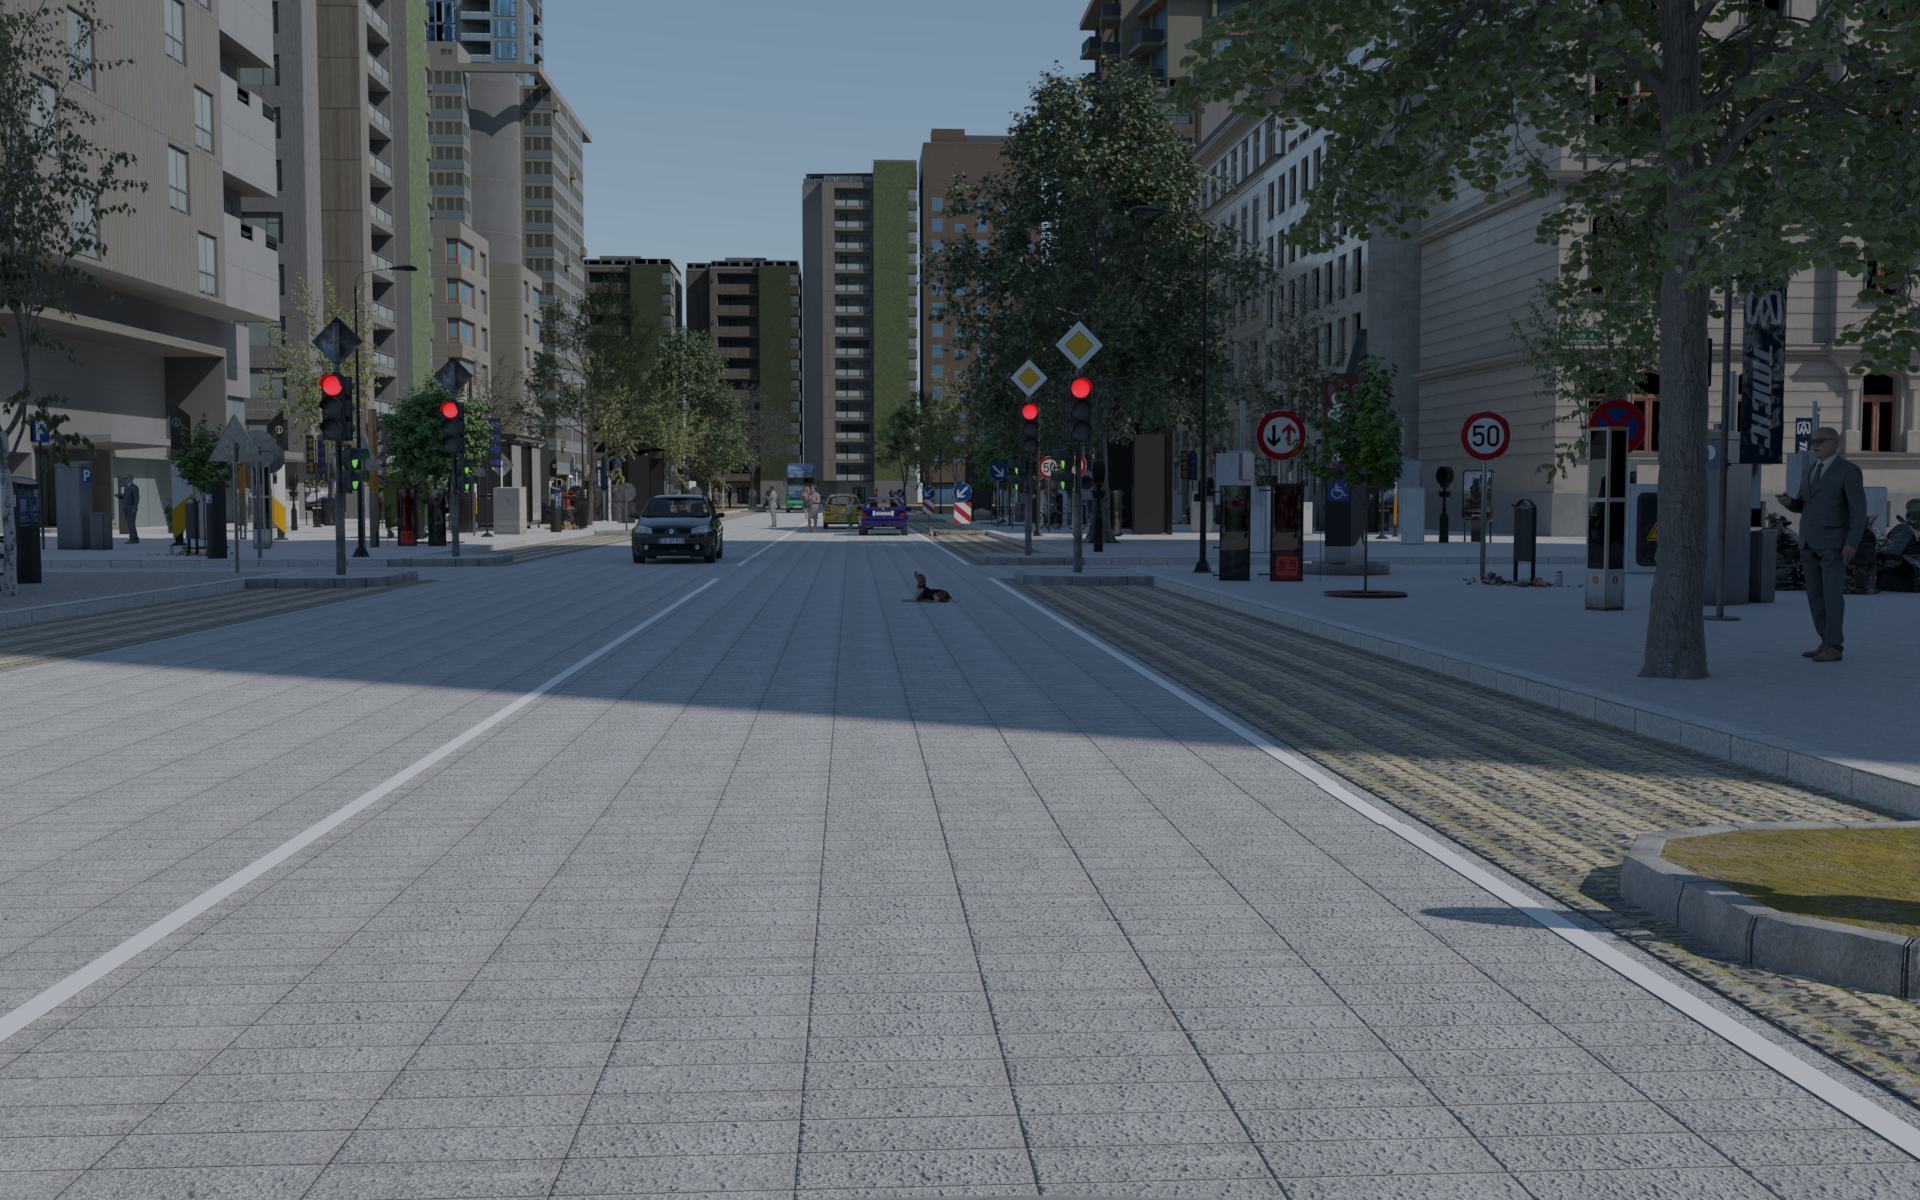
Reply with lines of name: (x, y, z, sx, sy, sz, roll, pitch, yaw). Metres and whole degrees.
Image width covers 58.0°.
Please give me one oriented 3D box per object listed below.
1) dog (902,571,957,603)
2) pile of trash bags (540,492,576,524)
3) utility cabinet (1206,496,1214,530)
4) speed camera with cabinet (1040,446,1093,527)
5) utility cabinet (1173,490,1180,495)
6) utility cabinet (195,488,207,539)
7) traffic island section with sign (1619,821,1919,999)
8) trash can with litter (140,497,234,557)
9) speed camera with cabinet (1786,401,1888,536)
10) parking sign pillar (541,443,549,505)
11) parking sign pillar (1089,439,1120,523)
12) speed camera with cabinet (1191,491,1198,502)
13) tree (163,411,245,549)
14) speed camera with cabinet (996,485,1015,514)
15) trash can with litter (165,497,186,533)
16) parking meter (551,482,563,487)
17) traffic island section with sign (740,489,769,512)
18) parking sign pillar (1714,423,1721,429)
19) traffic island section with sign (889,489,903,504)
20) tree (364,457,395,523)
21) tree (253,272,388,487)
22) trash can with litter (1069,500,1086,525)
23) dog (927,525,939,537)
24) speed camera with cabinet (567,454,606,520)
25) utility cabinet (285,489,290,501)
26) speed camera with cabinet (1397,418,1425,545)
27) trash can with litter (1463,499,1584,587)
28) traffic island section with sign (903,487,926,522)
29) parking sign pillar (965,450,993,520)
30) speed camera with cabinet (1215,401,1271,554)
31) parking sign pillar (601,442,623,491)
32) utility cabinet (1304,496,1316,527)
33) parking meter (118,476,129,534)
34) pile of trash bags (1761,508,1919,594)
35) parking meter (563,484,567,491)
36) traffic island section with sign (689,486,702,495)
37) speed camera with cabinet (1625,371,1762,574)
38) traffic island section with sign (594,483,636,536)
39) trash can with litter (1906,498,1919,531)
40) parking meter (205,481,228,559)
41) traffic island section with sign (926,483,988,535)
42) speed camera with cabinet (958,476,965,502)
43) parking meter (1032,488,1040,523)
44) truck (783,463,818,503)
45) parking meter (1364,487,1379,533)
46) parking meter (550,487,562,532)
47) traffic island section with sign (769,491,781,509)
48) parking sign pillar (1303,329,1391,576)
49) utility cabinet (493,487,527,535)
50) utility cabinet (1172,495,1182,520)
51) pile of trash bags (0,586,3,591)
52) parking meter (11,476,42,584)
dog: (-0.401, -0.166, 22.909, 0.550, 0.427, 0.748, -2, 4, -28)
pile of trash bags: (-17.932, -3.934, 74.065, 1.912, 1.369, 3.447, 3, 5, 44)
utility cabinet: (8.844, -3.086, 61.612, 0.306, 1.237, 1.020, 1, 4, 12)
speed camera with cabinet: (4.189, -4.475, 67.502, 2.038, 3.252, 0.660, -1, 4, -9)
utility cabinet: (11.725, -5.382, 96.679, 1.173, 1.500, 0.318, 3, 5, 44)
utility cabinet: (-21.332, -2.471, 49.072, 0.318, 1.500, 1.173, -1, 4, -11)
traffic island section with sign: (3.351, 0.178, 5.711, 1.989, 1.847, 2.006, 0, 4, -4)
trash can with litter: (-15.956, -1.528, 36.045, 1.678, 1.210, 2.233, -3, 5, -41)
speed camera with cabinet: (18.834, -2.622, 37.204, 2.038, 3.252, 0.660, -1, 4, -9)
parking sign pillar: (-22.208, -6.249, 90.649, 1.447, 3.967, 1.447, -2, 4, -34)
parking sign pillar: (6.517, -5.471, 77.920, 1.447, 3.967, 1.447, 0, 4, 4)
speed camera with cabinet: (12.972, -5.800, 89.172, 2.038, 3.252, 0.660, 1, 4, 21)
tree: (-17.635, -2.819, 40.698, 1.663, 3.219, 1.824, 0, 3, 0)
speed camera with cabinet: (2.890, -7.044, 109.498, 0.660, 3.252, 2.038, -1, 4, -19)
trash can with litter: (-25.352, -2.760, 56.510, 1.055, 1.170, 0.624, 0, 4, -6)
parking meter: (-19.798, -4.837, 84.798, 0.255, 1.863, 0.399, 1, 4, 14)
traffic island section with sign: (-16.366, -7.859, 137.129, 1.989, 1.847, 2.006, 0, 4, -4)
parking sign pillar: (20.870, -3.602, 47.359, 1.447, 3.967, 1.447, 1, 4, 21)
traffic island section with sign: (-4.883, -7.925, 138.200, 1.989, 1.847, 2.006, 0, 4, -4)
tree: (-25.628, -5.005, 76.428, 1.663, 3.219, 1.824, 0, 3, 0)
tree: (-20.682, -6.516, 56.906, 4.737, 8.622, 4.395, 0, 3, 0)
trash can with litter: (4.822, -3.745, 72.623, 1.055, 1.170, 0.624, 0, 4, -3)
dog: (-0.846, -2.310, 57.969, 0.748, 0.427, 0.550, -2, 4, -27)
speed camera with cabinet: (-18.411, -5.597, 85.844, 2.038, 3.252, 0.660, -1, 4, -16)
utility cabinet: (-31.163, -4.293, 78.873, 1.173, 1.500, 0.318, -1, 4, -16)
speed camera with cabinet: (11.612, -3.075, 44.618, 0.660, 3.252, 2.038, 1, 4, 10)
trash can with litter: (7.957, -0.833, 24.679, 1.678, 1.210, 2.233, -1, 4, -10)
traffic island section with sign: (-1.743, -4.838, 87.728, 1.989, 1.847, 2.006, 0, 4, -4)
parking sign pillar: (0.923, -5.948, 85.724, 1.447, 3.967, 1.447, 1, 4, 23)
speed camera with cabinet: (6.333, -2.632, 37.369, 0.660, 3.252, 2.038, 3, 5, 44)
parking sign pillar: (-17.833, -6.159, 89.168, 1.447, 3.967, 1.447, 2, 4, 27)
utility cabinet: (13.414, -3.398, 66.711, 0.306, 1.237, 1.020, 2, 4, 25)
parking meter: (-26.589, -3.026, 55.185, 0.399, 1.863, 0.255, -1, 4, -21)
pile of trash bags: (11.085, -0.798, 22.800, 3.447, 1.369, 1.912, -1, 4, -20)
parking meter: (-21.242, -5.316, 92.627, 0.255, 1.863, 0.399, 2, 4, 34)
traffic island section with sign: (-13.255, -4.795, 87.024, 1.989, 1.847, 2.006, 0, 4, -4)
speed camera with cabinet: (11.708, -2.046, 27.787, 2.038, 3.252, 0.660, 0, 4, 5)
traffic island section with sign: (-11.570, -3.149, 60.121, 1.989, 1.847, 2.006, 0, 4, -4)
trash can with litter: (24.139, -1.971, 43.611, 0.624, 1.170, 1.055, 2, 4, 32)
parking meter: (-14.787, -1.592, 34.443, 0.372, 1.533, 0.369, 0, 3, 0)
traffic island section with sign: (-0.073, -3.192, 60.825, 1.989, 1.847, 2.006, 0, 4, -4)
speed camera with cabinet: (0.255, -5.759, 88.492, 0.660, 3.252, 2.038, 0, 4, -3)
parking meter: (3.355, -4.148, 76.227, 0.372, 1.533, 0.369, 0, 3, 0)
truck: (-14.513, -10.259, 157.500, 2.967, 4.110, 18.799, 0, 4, -5)
parking meter: (14.560, -3.262, 61.740, 0.372, 1.533, 0.369, 0, 3, 0)
parking meter: (-13.570, -3.043, 58.162, 0.372, 1.533, 0.369, 0, 3, 0)
traffic island section with sign: (-18.063, -9.531, 164.452, 1.989, 1.847, 2.006, 0, 4, -4)
parking sign pillar: (6.195, -2.405, 27.794, 1.447, 3.967, 1.447, 1, 4, 22)
utility cabinet: (-14.145, -2.796, 54.400, 1.173, 1.500, 0.318, 2, 4, 33)
utility cabinet: (10.500, -4.567, 85.825, 1.020, 1.237, 0.306, 1, 4, 9)
pile of trash bags: (-13.266, -0.700, 21.197, 1.912, 1.369, 3.447, -1, 4, -8)
parking meter: (-13.442, -1.009, 24.914, 0.372, 1.533, 0.369, 0, 3, 0)
